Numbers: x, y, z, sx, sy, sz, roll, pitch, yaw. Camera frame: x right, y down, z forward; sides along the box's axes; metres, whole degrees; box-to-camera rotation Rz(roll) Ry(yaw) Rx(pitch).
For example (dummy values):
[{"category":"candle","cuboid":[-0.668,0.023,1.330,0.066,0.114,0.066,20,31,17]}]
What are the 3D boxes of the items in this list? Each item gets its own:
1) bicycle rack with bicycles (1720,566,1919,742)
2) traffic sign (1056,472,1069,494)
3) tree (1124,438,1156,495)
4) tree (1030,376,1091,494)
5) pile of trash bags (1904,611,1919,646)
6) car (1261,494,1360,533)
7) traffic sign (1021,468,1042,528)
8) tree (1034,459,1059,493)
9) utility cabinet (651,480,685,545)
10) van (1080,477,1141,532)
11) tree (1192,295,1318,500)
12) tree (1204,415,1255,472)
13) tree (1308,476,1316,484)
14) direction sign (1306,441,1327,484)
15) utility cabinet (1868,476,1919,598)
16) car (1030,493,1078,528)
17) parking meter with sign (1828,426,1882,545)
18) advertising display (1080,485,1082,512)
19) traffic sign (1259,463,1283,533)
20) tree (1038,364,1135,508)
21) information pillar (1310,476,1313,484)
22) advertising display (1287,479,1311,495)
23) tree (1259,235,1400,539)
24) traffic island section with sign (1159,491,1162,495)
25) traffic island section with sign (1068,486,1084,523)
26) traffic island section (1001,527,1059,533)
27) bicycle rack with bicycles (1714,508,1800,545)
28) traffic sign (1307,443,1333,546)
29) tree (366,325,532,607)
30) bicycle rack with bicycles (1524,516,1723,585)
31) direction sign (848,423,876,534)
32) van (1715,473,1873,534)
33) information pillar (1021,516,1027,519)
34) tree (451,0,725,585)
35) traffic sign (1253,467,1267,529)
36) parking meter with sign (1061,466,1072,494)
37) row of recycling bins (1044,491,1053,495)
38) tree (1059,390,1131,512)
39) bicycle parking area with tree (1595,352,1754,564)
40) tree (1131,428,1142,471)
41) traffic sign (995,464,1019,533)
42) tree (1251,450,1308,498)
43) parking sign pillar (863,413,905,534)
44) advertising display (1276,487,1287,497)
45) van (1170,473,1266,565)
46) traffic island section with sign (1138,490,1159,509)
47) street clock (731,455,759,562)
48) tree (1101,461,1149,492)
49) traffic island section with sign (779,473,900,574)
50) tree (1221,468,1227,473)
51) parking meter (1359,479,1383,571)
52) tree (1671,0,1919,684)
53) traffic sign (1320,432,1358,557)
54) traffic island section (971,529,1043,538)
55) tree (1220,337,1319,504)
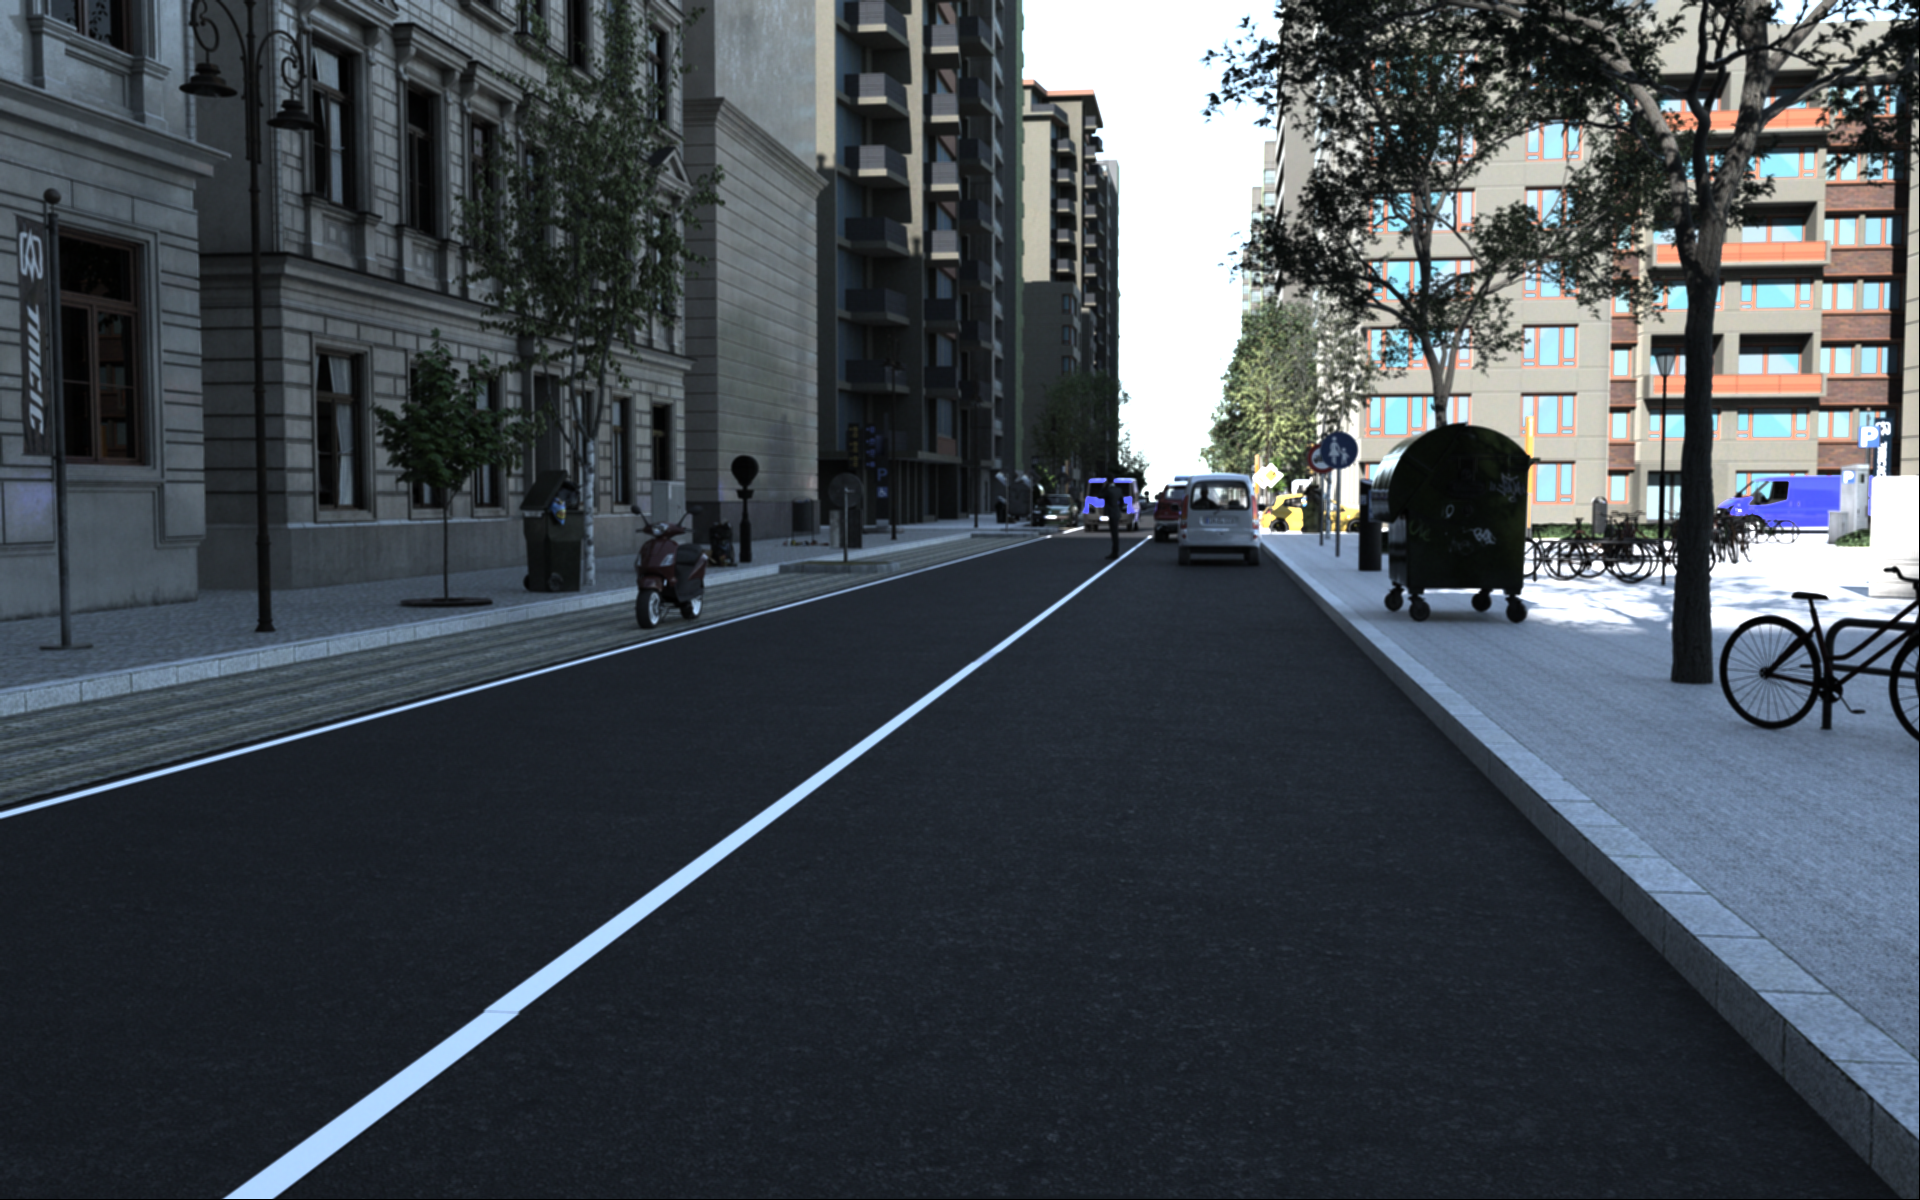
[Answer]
[{"category":"bicycle rack with bicycles","cuboid":[5.842,0.281,8.796,2.852,0.926,2.925,-1,4,-23]},{"category":"traffic sign","cuboid":[5.976,-6.176,101.086,0.768,2.556,0.104,1,4,12]},{"category":"tree","cuboid":[23.743,-16.990,228.155,4.737,8.622,4.395,0,3,0]},{"category":"tree","cuboid":[6.147,-9.682,108.666,4.737,8.622,4.395,0,3,0]},{"category":"pile of trash bags","cuboid":[9.846,-0.304,14.728,3.447,1.369,1.912,-2,4,-28]},{"category":"car","cuboid":[12.294,-2.992,59.141,3.980,1.641,2.015,1,4,9]},{"category":"traffic sign","cuboid":[2.697,-3.785,65.532,0.795,2.450,0.064,1,4,8]},{"category":"tree","cuboid":[4.271,-6.051,93.540,1.663,3.219,1.824,0,3,0]},{"category":"utility cabinet","cuboid":[-4.804,-1.220,28.620,0.318,1.500,1.173,0,4,4]},{"category":"van","cuboid":[5.896,-3.833,67.051,2.240,2.365,5.245,1,4,9]},{"category":"tree","cuboid":[18.079,-11.114,98.726,9.611,12.733,9.660,0,3,0]},{"category":"tree","cuboid":[34.945,-18.089,221.516,9.928,11.665,9.643,0,3,0]},{"category":"tree","cuboid":[20.936,-6.783,105.504,1.663,3.219,1.824,0,3,0]},{"category":"direction sign","cuboid":[15.205,-5.009,73.894,0.876,3.537,0.379,0,4,2]},{"category":"utility cabinet","cuboid":[11.782,-0.761,21.129,1.173,1.500,0.318,2,4,35]},{"category":"car","cuboid":[4.048,-3.914,73.784,2.009,1.686,4.222,1,4,9]},{"category":"parking meter with sign","cuboid":[22.727,-2.924,44.067,1.738,3.016,0.543,-3,4,-38]},{"category":"advertising display","cuboid":[8.995,-7.488,127.646,0.123,1.923,0.974,1,4,11]},{"category":"traffic sign","cuboid":[10.116,-3.226,56.384,0.795,2.450,0.064,1,4,8]},{"category":"tree","cuboid":[10.022,-12.949,137.472,9.928,11.665,9.643,0,3,0]},{"category":"information pillar","cuboid":[17.440,-5.785,85.937,0.183,3.616,0.504,1,4,17]},{"category":"advertising display","cuboid":[14.404,-4.166,73.332,0.974,1.923,0.123,-1,4,-23]},{"category":"tree","cuboid":[10.520,-6.056,49.375,4.360,8.622,3.978,0,3,0]},{"category":"traffic island section with sign","cuboid":[28.586,-14.529,246.178,1.989,1.847,2.006,1,4,8]},{"category":"traffic island section with sign","cuboid":[5.834,-4.830,87.590,1.989,1.847,2.006,1,4,8]},{"category":"traffic island section","cuboid":[2.672,-2.649,65.597,2.009,0.180,2.903,1,4,8]},{"category":"bicycle rack with bicycles","cuboid":[20.447,-1.937,45.058,2.852,0.926,2.925,-2,4,-35]},{"category":"traffic sign","cuboid":[9.011,-2.629,43.097,0.768,2.556,0.104,1,4,9]},{"category":"tree","cuboid":[-6.089,-1.557,20.059,1.663,3.219,1.824,0,3,0]},{"category":"bicycle rack with bicycles","cuboid":[9.513,-0.757,25.757,2.925,0.926,2.852,2,4,31]},{"category":"direction sign","cuboid":[-3.133,-3.878,55.407,0.876,3.537,0.379,0,4,-8]},{"category":"van","cuboid":[28.449,-3.326,58.765,5.245,2.365,2.240,0,4,7]},{"category":"information pillar","cuboid":[3.363,-5.288,90.954,0.304,2.012,0.304,1,4,14]},{"category":"tree","cuboid":[-5.304,-4.534,24.494,4.737,8.622,4.395,0,3,0]},{"category":"traffic sign","cuboid":[11.251,-3.709,64.289,0.795,2.450,0.064,1,4,8]},{"category":"parking meter with sign","cuboid":[6.487,-6.646,104.926,0.543,3.016,1.738,0,4,-3]},{"category":"row of recycling bins","cuboid":[5.532,-7.798,134.607,3.534,1.692,1.069,1,4,18]},{"category":"tree","cuboid":[8.776,-10.402,120.437,4.360,8.622,3.978,0,3,0]},{"category":"bicycle parking area with tree","cuboid":[16.786,-2.898,34.389,8.231,4.147,9.016,2,4,33]},{"category":"tree","cuboid":[16.776,-13.918,177.927,4.360,8.622,3.978,0,3,0]},{"category":"traffic sign","cuboid":[1.562,-3.302,57.628,0.795,2.450,0.064,1,4,8]},{"category":"tree","cuboid":[13.932,-4.995,76.273,1.663,3.219,1.824,0,3,0]},{"category":"parking sign pillar","cuboid":[-2.549,-4.181,56.835,1.447,3.967,1.447,0,4,-2]},{"category":"advertising display","cuboid":[17.078,-5.302,91.908,0.123,1.923,0.974,3,5,41]},{"category":"van","cuboid":[5.415,-1.791,36.295,2.013,2.044,4.112,0,4,8]},{"category":"traffic island section with sign","cuboid":[20.623,-11.134,190.675,1.989,1.847,2.006,1,4,8]},{"category":"street clock","cuboid":[-4.031,-1.708,32.502,0.471,2.002,0.358,0,4,8]},{"category":"tree","cuboid":[15.219,-11.232,167.362,4.285,4.588,4.351,0,3,0]},{"category":"traffic island section with sign","cuboid":[-2.161,-1.428,31.983,1.989,1.847,2.006,1,4,8]},{"category":"tree","cuboid":[40.219,-18.856,258.650,4.360,8.622,3.978,0,3,0]},{"category":"parking meter","cuboid":[6.872,-1.258,28.985,0.372,1.533,0.369,0,3,0]},{"category":"tree","cuboid":[4.686,-4.707,11.365,7.601,10.594,8.767,-2,4,-29]},{"category":"traffic sign","cuboid":[7.742,-2.160,35.429,0.768,2.556,0.104,1,4,18]},{"category":"traffic island section","cuboid":[1.538,-2.166,57.693,2.009,0.180,2.903,1,4,8]},{"category":"tree","cuboid":[14.826,-8.050,81.975,4.737,8.622,4.395,0,3,0]}]
